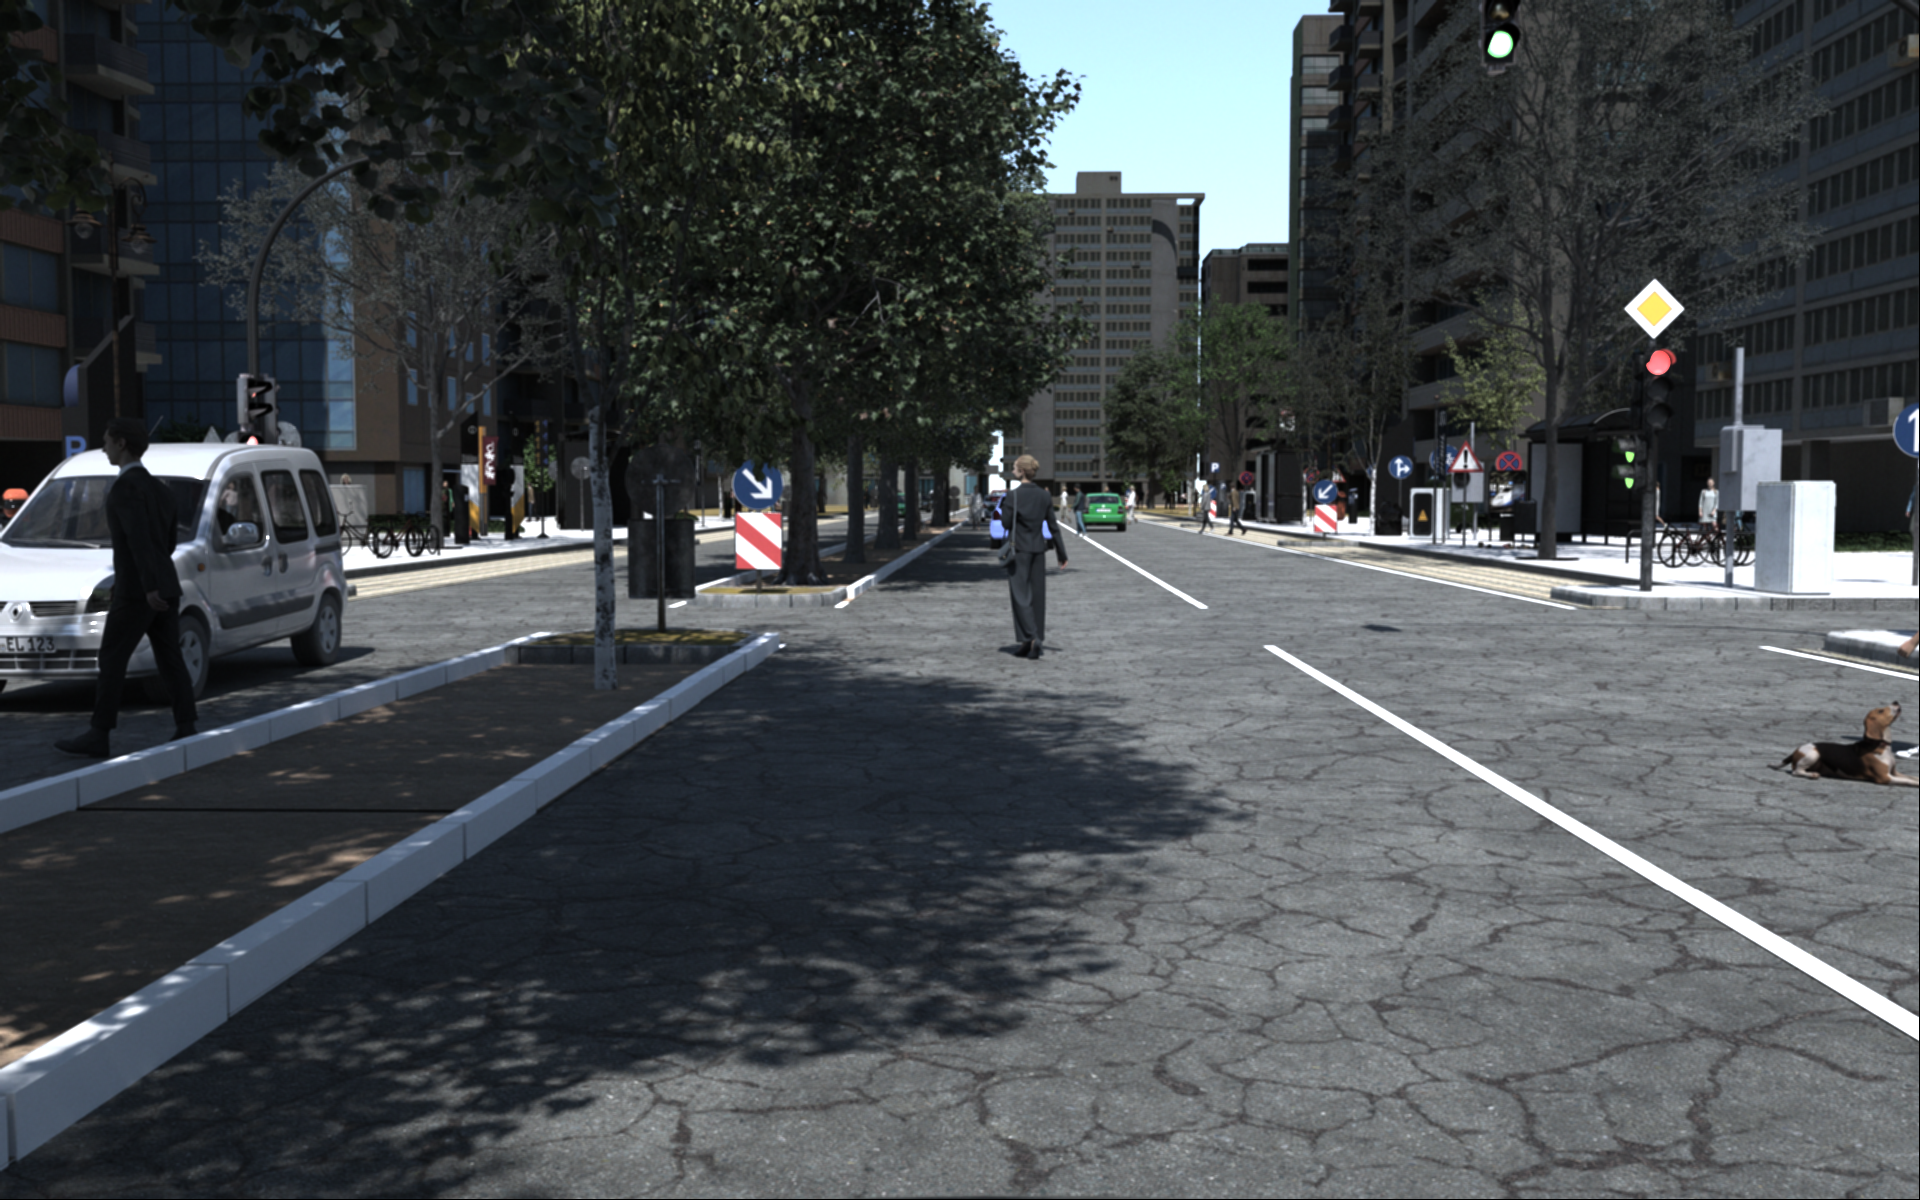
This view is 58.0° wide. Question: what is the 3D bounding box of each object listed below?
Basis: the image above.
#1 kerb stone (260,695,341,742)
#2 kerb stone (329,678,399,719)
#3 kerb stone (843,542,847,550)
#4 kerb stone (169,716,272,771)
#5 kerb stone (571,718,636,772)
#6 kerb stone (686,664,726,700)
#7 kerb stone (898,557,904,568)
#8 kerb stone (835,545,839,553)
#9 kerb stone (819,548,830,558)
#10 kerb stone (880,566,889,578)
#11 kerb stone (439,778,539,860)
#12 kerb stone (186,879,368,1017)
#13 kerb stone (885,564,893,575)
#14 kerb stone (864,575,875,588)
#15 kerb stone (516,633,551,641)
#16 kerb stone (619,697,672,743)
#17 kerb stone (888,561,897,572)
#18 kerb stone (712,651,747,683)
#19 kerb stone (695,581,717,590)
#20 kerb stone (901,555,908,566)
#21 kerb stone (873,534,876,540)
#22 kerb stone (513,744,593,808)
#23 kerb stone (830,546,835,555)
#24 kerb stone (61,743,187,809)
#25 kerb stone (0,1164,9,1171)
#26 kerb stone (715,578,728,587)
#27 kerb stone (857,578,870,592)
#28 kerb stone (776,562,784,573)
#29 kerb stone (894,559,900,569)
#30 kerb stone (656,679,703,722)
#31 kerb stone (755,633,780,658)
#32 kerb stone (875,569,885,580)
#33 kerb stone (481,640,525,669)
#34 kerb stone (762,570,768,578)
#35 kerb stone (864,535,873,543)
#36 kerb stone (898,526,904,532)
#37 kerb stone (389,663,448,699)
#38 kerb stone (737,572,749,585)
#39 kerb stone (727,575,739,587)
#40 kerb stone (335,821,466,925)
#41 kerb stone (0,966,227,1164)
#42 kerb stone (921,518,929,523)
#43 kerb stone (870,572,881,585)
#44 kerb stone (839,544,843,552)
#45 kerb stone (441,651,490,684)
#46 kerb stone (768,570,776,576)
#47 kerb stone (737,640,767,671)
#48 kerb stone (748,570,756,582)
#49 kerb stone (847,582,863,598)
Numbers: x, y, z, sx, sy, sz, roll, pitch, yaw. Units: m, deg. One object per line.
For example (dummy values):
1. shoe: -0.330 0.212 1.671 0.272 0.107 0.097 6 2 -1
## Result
1. kerb stone: -3.992 0.723 10.418 0.120 0.150 1.000 0 4 2
2. kerb stone: -3.964 0.657 11.447 0.120 0.150 1.000 0 4 2
3. kerb stone: -3.008 -1.312 43.708 0.120 0.150 1.000 0 4 2
4. kerb stone: -4.018 0.785 9.396 0.120 0.150 1.000 0 4 2
5. kerb stone: -1.925 0.787 9.330 0.120 0.150 1.000 0 4 2
6. kerb stone: -1.838 0.599 12.395 0.120 0.150 1.000 0 4 2
7. kerb stone: -1.212 -0.684 33.410 0.120 0.150 1.000 0 4 2
8. kerb stone: -3.075 -1.186 41.665 0.120 0.150 1.000 0 4 2
9. kerb stone: -3.138 -1.056 39.613 0.120 0.150 1.000 0 4 2
10. kerb stone: -1.334 -0.435 29.302 0.120 0.150 1.000 0 4 2
11. kerb stone: -1.978 0.915 7.281 0.120 0.150 1.000 0 4 2
12. kerb stone: -2.044 1.037 5.236 0.120 0.150 1.000 0 4 2
13. kerb stone: -1.310 -0.497 30.324 0.120 0.150 1.000 0 4 2
14. kerb stone: -1.425 -0.247 26.236 0.120 0.150 1.000 0 4 2
15. kerb stone: -3.851 0.409 15.555 0.120 0.150 1.000 0 4 2
16. kerb stone: -1.896 0.730 10.353 0.120 0.150 1.000 0 4 2
17. kerb stone: -1.279 -0.560 31.353 0.120 0.150 1.000 0 4 2
18. kerb stone: -1.807 0.537 13.422 0.120 0.150 1.000 0 4 2
19. kerb stone: -3.586 -0.125 24.238 0.120 0.150 1.000 0 4 2
20. kerb stone: -1.182 -0.746 34.432 0.120 0.150 1.000 0 4 2
21. kerb stone: -2.744 -1.880 52.932 0.120 0.150 1.000 0 4 2
22. kerb stone: -1.954 0.852 8.309 0.120 0.150 1.000 0 4 2
23. kerb stone: -3.103 -1.128 40.643 0.120 0.150 1.000 0 4 2
24. kerb stone: -4.049 0.849 8.375 0.120 0.150 1.000 0 4 2
25. kerb stone: -2.103 1.162 3.191 0.120 0.150 1.000 0 4 2
26. kerb stone: -3.559 -0.186 25.263 0.120 0.150 1.000 0 4 2
27. kerb stone: -1.454 -0.184 25.210 0.120 0.150 1.000 0 4 2
28. kerb stone: -3.372 -0.561 31.412 0.120 0.150 1.000 0 4 2
29. kerb stone: -1.254 -0.620 32.380 0.120 0.150 1.000 0 4 2
30. kerb stone: -1.855 0.662 11.373 0.120 0.150 1.000 0 4 2
31. kerb stone: -1.739 0.411 15.473 0.120 0.150 1.000 0 4 2
32. kerb stone: -1.369 -0.366 28.280 0.120 0.150 1.000 0 4 2
33. kerb stone: -3.873 0.473 14.531 0.120 0.150 1.000 0 4 2
34. kerb stone: -3.430 -0.438 29.363 0.120 0.150 1.000 0 4 2
35. kerb stone: -2.771 -1.812 51.901 0.120 0.150 1.000 0 4 2
36. kerb stone: -2.291 -2.821 68.320 0.120 0.150 1.000 0 4 2
37. kerb stone: -3.930 0.596 12.477 0.120 0.150 1.000 0 4 2
38. kerb stone: -3.501 -0.313 27.317 0.120 0.150 1.000 0 4 2
39. kerb stone: -3.532 -0.248 26.291 0.120 0.150 1.000 0 4 2
40. kerb stone: -2.013 0.976 6.258 0.120 0.150 1.000 0 4 2
41. kerb stone: -2.069 1.100 4.215 0.120 0.150 1.000 0 4 2
42. kerb stone: -1.743 -3.950 86.782 0.120 0.150 1.000 0 4 2
43. kerb stone: -1.387 -0.310 27.258 0.120 0.150 1.000 0 4 2
44. kerb stone: -3.043 -1.253 42.686 0.120 0.150 1.000 0 4 2
45. kerb stone: -3.895 0.535 13.499 0.120 0.150 1.000 0 4 2
46. kerb stone: -3.401 -0.499 30.388 0.120 0.150 1.000 0 4 2
47. kerb stone: -1.765 0.475 14.443 0.120 0.150 1.000 0 4 2
48. kerb stone: -3.462 -0.376 28.341 0.120 0.150 1.000 0 4 2
49. kerb stone: -1.491 -0.118 24.189 0.120 0.150 1.000 0 4 2
